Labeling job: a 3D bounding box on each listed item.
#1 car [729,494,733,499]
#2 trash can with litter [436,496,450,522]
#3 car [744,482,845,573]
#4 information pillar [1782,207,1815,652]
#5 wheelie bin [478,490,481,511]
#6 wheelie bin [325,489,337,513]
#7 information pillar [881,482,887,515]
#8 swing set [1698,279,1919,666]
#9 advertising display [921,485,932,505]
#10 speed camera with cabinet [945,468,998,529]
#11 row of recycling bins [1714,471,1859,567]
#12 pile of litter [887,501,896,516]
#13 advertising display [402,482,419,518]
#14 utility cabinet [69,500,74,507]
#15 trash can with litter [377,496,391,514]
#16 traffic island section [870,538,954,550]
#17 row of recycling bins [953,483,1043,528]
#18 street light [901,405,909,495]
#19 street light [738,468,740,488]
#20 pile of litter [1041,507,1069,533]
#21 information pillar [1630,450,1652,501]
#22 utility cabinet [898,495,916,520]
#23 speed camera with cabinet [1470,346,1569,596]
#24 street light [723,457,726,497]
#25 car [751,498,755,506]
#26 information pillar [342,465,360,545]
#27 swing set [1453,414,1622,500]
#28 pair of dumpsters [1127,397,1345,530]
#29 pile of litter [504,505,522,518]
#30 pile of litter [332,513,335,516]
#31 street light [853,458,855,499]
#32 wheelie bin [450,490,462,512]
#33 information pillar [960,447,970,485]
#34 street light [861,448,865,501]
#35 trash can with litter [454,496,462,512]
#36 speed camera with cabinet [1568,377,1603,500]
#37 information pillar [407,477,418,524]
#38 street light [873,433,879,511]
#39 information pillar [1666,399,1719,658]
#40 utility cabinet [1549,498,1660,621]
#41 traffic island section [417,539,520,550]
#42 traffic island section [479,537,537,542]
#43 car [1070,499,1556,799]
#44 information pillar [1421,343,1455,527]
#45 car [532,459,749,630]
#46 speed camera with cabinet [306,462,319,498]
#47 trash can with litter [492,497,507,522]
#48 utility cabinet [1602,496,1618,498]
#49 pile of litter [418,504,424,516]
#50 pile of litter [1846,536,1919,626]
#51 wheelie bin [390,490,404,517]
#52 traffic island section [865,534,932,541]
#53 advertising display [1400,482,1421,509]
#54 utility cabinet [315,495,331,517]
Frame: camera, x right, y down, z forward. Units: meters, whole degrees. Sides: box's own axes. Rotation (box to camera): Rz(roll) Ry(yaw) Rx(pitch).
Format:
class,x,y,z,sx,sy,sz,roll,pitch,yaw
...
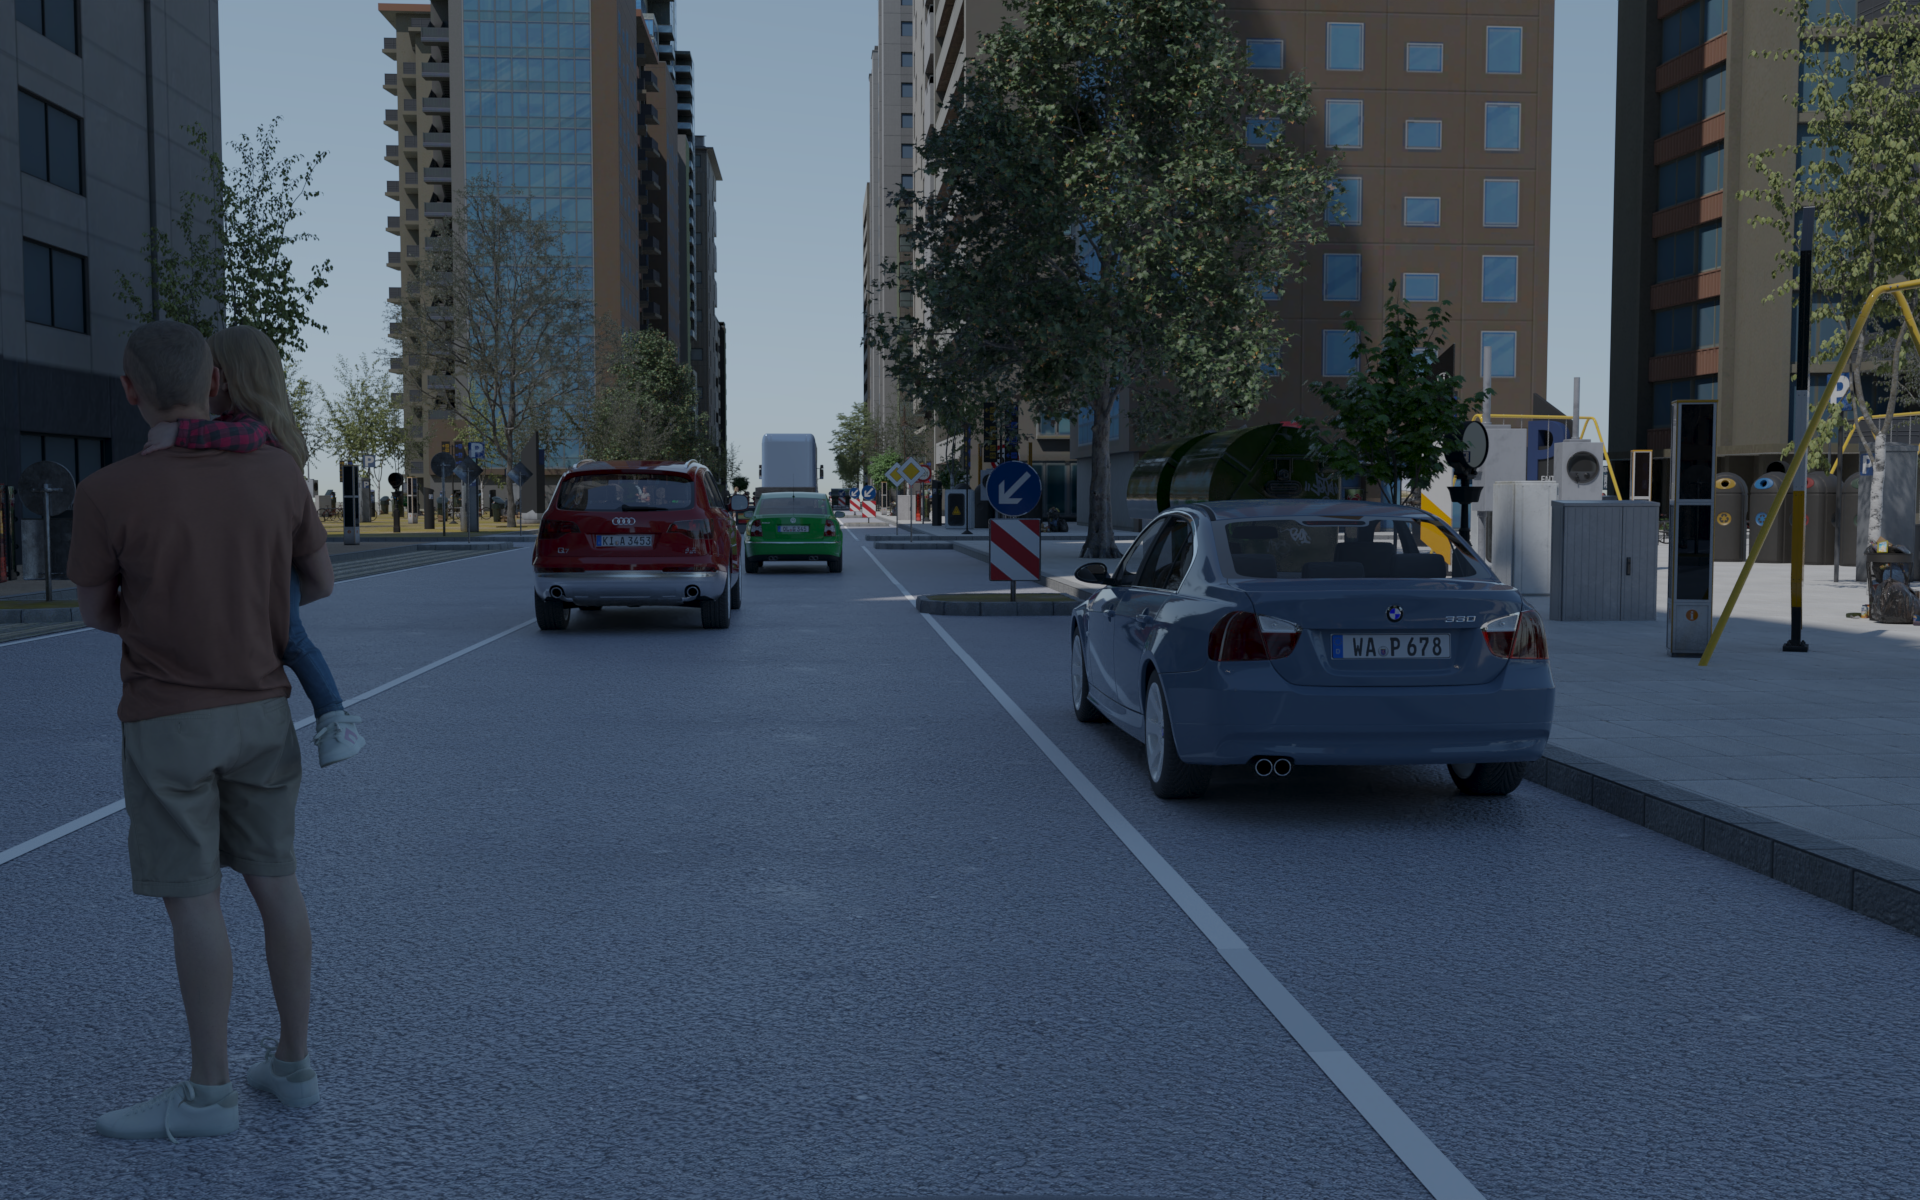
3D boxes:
class,x,y,z,sx,sy,sz,roll,pitch,yaw
car,-24.926,-11.138,191.699,1.945,1.707,3.694,0,4,-6
trash can with litter,-23.946,-4.214,80.283,0.624,1.170,1.055,-1,4,-15
car,-3.144,-1.472,32.862,1.959,1.807,4.718,0,4,-5
information pillar,6.820,-1.387,14.032,0.183,3.616,0.504,2,4,27
wheelie bin,-35.222,-7.244,126.339,0.980,1.594,0.693,-1,4,-13
wheelie bin,-43.353,-6.810,119.250,0.980,1.594,0.693,3,4,36
information pillar,-4.611,-6.158,105.170,0.304,2.012,0.304,-1,4,-14
swing set,7.138,-0.851,11.530,2.862,2.851,3.119,0,4,-8
advertising display,-2.184,-6.841,117.065,0.974,1.923,0.123,-1,4,-14
speed camera with cabinet,0.489,-4.194,62.901,2.038,3.252,0.660,1,4,18
row of recycling bins,15.337,-1.515,31.882,1.069,1.692,3.534,-2,4,-33
pile of litter,-3.632,-5.308,100.750,1.176,0.858,1.719,-2,4,-29
advertising display,-29.941,-5.452,94.352,0.123,1.923,0.974,3,5,40
utility cabinet,-15.144,-1.171,30.308,1.020,1.237,0.306,-1,4,-18
trash can with litter,-36.400,-5.993,109.371,0.624,1.170,1.055,1,4,10
traffic island section,-1.278,-1.460,46.147,2.009,0.180,2.903,0,4,-5
row of recycling bins,1.388,-3.530,64.831,3.534,1.692,1.069,1,4,17
street light,-2.871,-7.147,89.645,0.468,5.910,1.993,0,4,-5
street light,-32.067,-17.041,251.414,0.468,5.910,1.993,0,4,-5
pile of litter,2.928,-2.696,58.037,1.719,0.858,1.176,-2,4,-26
information pillar,11.422,-1.504,29.088,0.304,2.012,0.304,1,4,15
utility cabinet,-2.602,-4.528,85.200,1.020,1.237,0.306,1,4,12
speed camera with cabinet,7.233,-1.729,22.605,0.660,3.252,2.038,0,4,2
street light,-28.891,-14.662,212.503,0.468,5.910,1.993,0,4,-5
car,-17.237,-8.757,152.210,2.155,1.783,4.494,0,4,-6
information pillar,-15.300,-2.387,43.513,0.304,2.012,0.304,0,4,4
swing set,11.534,-2.256,34.513,3.119,2.851,2.862,-1,4,-22
pair of dumpsters,3.036,-1.035,19.423,1.574,2.255,4.437,0,4,-5
pile of litter,-23.677,-4.784,92.183,1.719,0.858,1.176,-2,4,-29
pile of litter,-37.705,-5.397,102.199,1.719,0.858,1.176,0,4,8
street light,-12.556,-14.195,204.876,0.468,5.910,1.993,0,4,-5
wheelie bin,-36.254,-7.157,124.932,0.693,1.594,0.980,2,4,31
information pillar,0.228,-5.085,74.492,0.504,3.616,0.183,3,5,41
street light,-9.223,-11.763,165.104,0.468,5.910,1.993,0,4,-5
trash can with litter,-35.917,-6.863,123.604,1.055,1.170,0.624,-1,4,-9
speed camera with cabinet,9.736,-2.135,29.247,2.038,3.252,0.660,0,4,4
information pillar,-23.718,-4.314,75.030,0.304,2.012,0.304,2,4,29
street light,-6.220,-9.534,128.661,0.468,5.910,1.993,0,4,-5
information pillar,5.760,-0.559,13.635,0.304,2.012,0.304,1,4,15
utility cabinet,6.546,-0.394,17.596,1.020,1.237,0.306,0,4,-6
traffic island section,-12.829,-1.401,45.188,2.009,0.180,2.903,0,4,-5
traffic island section,-13.495,-1.888,53.146,2.009,0.180,2.903,0,4,-5
car,1.690,0.155,9.474,2.014,1.417,4.499,0,4,-4
information pillar,7.487,-2.186,27.099,0.504,3.616,0.183,2,4,30
car,-3.588,-0.685,19.873,2.281,1.827,5.304,0,4,-5
speed camera with cabinet,-39.467,-6.741,104.543,0.660,3.252,2.038,0,4,7
trash can with litter,-20.749,-4.108,78.557,1.055,1.170,0.624,3,4,37
utility cabinet,25.796,-3.564,69.431,0.306,1.237,1.020,-3,5,-42
pile of litter,-31.663,-5.364,101.668,1.176,0.858,1.719,-1,4,-11
pile of litter,9.634,-0.216,17.502,1.176,0.858,1.719,2,4,24
wheelie bin,-31.093,-5.376,95.803,0.693,1.594,0.980,-2,4,-30
traffic island section,-1.944,-1.946,54.104,2.009,0.180,2.903,0,4,-5
advertising display,11.180,-2.254,42.065,0.974,1.923,0.123,2,4,28
utility cabinet,-35.475,-5.219,96.486,0.306,1.237,1.020,1,4,19
